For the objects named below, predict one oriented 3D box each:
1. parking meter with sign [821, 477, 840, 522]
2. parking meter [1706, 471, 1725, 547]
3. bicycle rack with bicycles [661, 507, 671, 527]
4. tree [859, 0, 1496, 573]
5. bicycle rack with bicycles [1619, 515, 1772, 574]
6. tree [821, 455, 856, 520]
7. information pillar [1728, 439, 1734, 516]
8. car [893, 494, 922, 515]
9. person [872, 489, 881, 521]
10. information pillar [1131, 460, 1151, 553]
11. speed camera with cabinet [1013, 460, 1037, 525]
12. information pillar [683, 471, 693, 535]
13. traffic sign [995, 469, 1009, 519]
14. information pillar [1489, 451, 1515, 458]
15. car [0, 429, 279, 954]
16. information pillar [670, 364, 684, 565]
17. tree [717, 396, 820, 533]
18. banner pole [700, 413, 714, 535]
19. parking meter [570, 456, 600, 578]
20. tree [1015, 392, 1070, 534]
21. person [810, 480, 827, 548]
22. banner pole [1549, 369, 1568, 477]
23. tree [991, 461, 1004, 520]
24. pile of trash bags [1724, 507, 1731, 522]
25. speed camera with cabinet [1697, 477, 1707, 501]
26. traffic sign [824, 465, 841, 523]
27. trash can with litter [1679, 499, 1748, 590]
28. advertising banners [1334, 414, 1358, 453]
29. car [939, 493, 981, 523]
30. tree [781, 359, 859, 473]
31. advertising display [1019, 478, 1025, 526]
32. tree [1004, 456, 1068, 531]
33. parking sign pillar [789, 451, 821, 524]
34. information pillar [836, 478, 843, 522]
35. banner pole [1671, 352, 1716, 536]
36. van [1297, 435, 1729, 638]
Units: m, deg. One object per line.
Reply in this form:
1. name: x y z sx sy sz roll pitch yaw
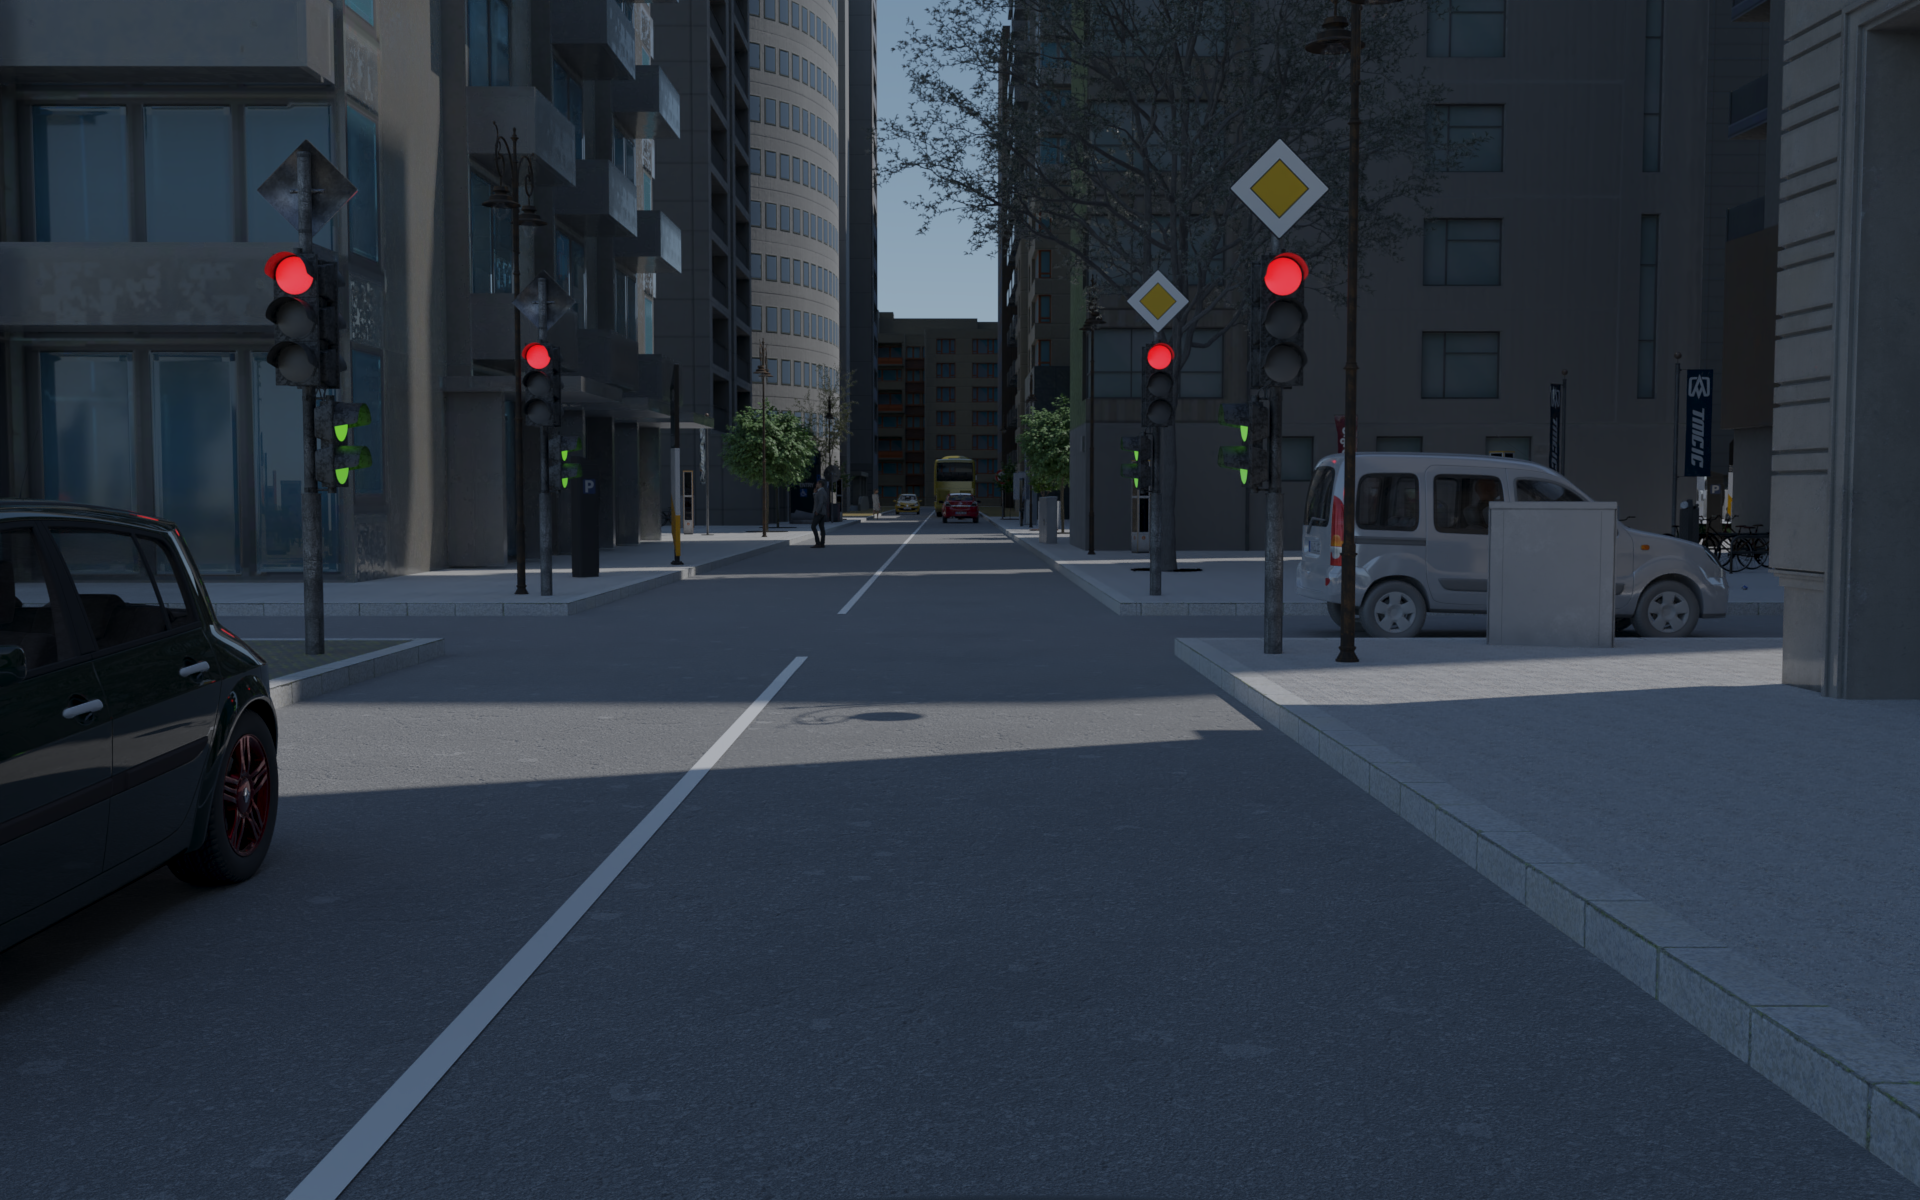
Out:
1. parking meter with sign: -6.339 -5.064 79.051 1.738 3.016 0.543 1 4 15
2. parking meter: 18.402 -2.230 42.179 0.399 1.863 0.255 2 4 24
3. bicycle rack with bicycles: -12.395 -3.359 68.303 2.925 0.926 2.852 0 4 -7
4. tree: 3.498 -7.209 28.243 12.009 13.543 11.850 0 3 0
5. bicycle rack with bicycles: 13.000 -0.950 28.918 2.925 0.926 2.852 0 4 -5
6. tree: -6.247 -5.636 86.745 1.663 3.219 1.824 0 3 0
7. information pillar: 29.590 -4.577 66.195 0.183 3.616 0.504 -1 4 -20
8. car: -3.675 -6.829 121.872 2.015 1.641 3.980 0 4 -1
9. person: -4.525 -5.156 93.555 0.466 1.731 0.760 0 4 6
10. information pillar: 3.917 -2.022 37.546 0.304 2.012 0.304 -1 4 -23
11. speed camera with cabinet: 2.722 -4.771 72.333 0.660 3.252 2.038 1 4 16
12. information pillar: -8.620 -3.083 54.905 0.304 2.012 0.304 -1 4 -9
13. traffic sign: 2.197 -5.438 89.019 0.768 2.556 0.104 0 4 3
14. information pillar: 9.291 -1.545 29.752 0.304 2.012 0.304 -2 4 -35
15. car: -3.435 0.293 5.000 2.009 1.686 4.222 0 4 -1
16. information pillar: -5.165 -2.451 31.429 0.183 3.616 0.504 -1 4 -19
17. tree: -6.485 -4.559 58.254 4.285 4.588 4.351 0 3 0
18. banner pole: -7.964 -3.912 53.985 0.401 3.779 0.863 -2 4 -29
19. parking meter: -5.781 -1.286 26.738 0.255 1.863 0.399 3 5 43
20. tree: 3.400 -4.435 56.233 4.285 4.588 4.351 0 3 0
21. person: -3.770 -2.292 46.150 0.473 1.802 0.592 1 4 22
22. banner pole: 11.942 -2.727 34.596 0.401 3.779 0.863 3 5 44
23. tree: 2.379 -5.633 86.707 1.663 3.219 1.824 0 3 0
24. pile of trash bags: 40.941 -4.769 87.720 3.447 1.369 1.912 -1 4 -14
25. speed camera with cabinet: 35.293 -5.415 82.877 0.660 3.252 2.038 2 4 30
26. traffic sign: -5.639 -4.662 76.335 0.768 2.556 0.104 0 4 6
27. trash can with litter: 9.711 -0.749 23.299 1.678 1.210 2.233 1 4 19
28. advertising banners: 9.219 -2.552 37.907 2.074 3.025 0.090 1 4 19
29. car: 0.007 -4.750 86.705 2.155 1.783 4.494 0 4 -1
30. tree: -7.373 -8.796 94.177 4.360 8.622 3.978 0 3 0
31. advertising display: 2.463 -3.896 68.907 0.123 1.923 0.974 0 4 7
32. tree: 2.851 -4.036 60.590 1.663 3.219 1.824 0 3 0
33. parking sign pillar: -6.660 -5.278 74.774 1.447 3.967 1.447 2 4 26
34. information pillar: -5.591 -4.633 80.248 0.304 2.012 0.304 0 4 -1
35. banner pole: 12.862 -2.481 30.576 0.863 3.779 0.401 0 4 1
36. van: 5.510 -0.633 17.367 4.112 2.044 2.013 0 4 -1
